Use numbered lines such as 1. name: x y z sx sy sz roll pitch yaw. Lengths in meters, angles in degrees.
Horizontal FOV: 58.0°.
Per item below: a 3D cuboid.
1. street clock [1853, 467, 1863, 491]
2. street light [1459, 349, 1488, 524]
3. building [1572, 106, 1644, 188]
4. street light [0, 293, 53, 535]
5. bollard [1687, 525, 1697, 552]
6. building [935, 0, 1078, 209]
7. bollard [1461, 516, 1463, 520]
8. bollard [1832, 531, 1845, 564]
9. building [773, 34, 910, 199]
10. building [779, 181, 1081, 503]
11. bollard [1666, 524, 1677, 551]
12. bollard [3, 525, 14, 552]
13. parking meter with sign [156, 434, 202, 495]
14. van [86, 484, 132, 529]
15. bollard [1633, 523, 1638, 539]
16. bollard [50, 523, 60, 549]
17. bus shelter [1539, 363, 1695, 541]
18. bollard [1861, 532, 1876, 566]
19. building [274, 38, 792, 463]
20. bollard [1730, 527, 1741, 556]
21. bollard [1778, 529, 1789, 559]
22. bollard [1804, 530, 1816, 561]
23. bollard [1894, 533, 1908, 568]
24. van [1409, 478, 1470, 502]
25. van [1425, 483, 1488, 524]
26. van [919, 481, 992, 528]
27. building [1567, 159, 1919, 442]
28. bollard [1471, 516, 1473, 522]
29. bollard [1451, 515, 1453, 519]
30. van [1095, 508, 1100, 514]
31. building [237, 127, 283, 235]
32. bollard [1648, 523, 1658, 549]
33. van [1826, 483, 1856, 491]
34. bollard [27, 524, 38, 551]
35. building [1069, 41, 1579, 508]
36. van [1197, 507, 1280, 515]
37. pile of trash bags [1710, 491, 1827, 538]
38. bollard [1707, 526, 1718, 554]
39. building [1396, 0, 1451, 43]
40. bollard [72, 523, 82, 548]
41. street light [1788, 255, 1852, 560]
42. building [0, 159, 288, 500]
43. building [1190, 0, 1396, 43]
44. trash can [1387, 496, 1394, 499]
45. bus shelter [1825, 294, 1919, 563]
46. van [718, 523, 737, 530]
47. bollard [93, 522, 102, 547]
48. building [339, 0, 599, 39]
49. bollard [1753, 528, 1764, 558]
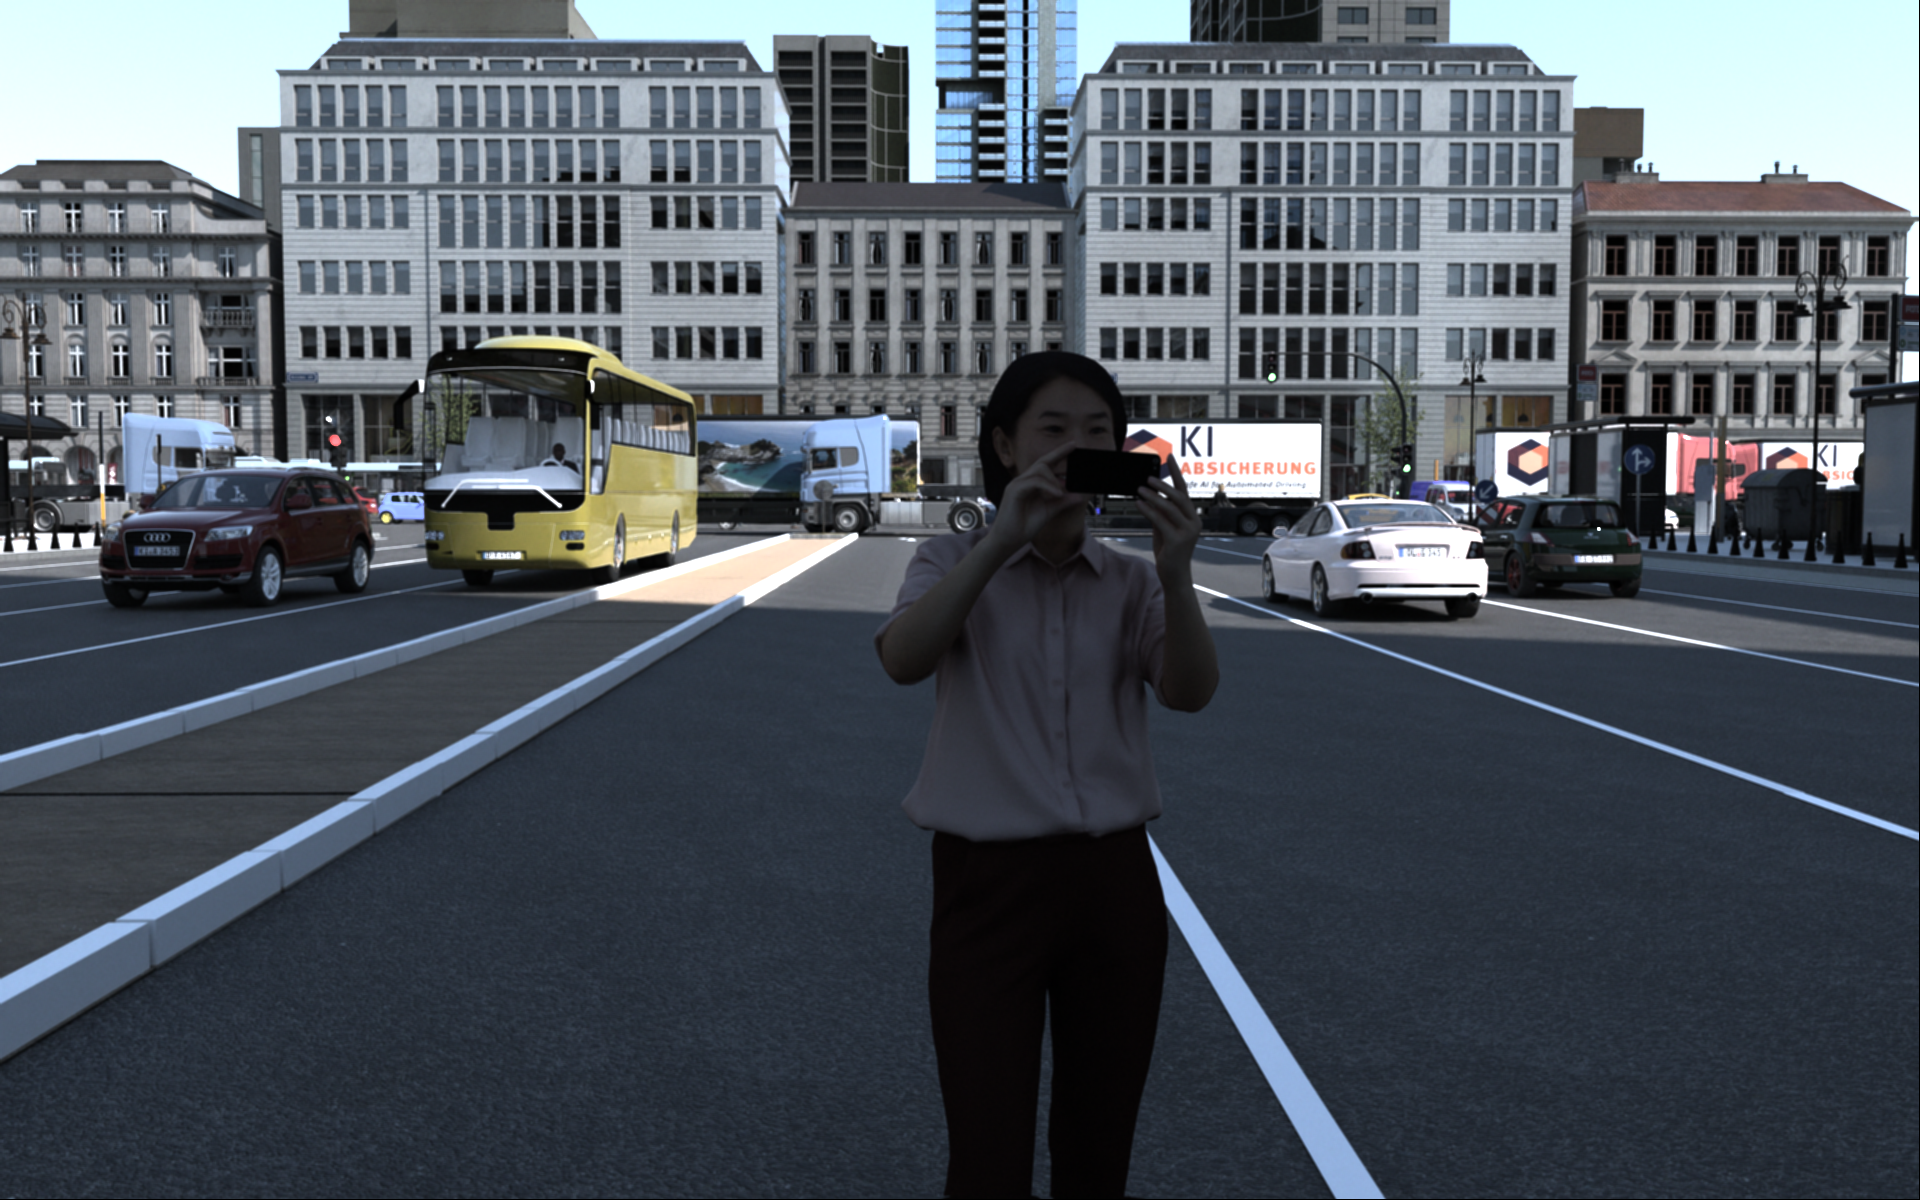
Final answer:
1. street clock: 23.718 -2.512 45.634 0.471 2.002 0.358 -3 5 -41
2. street light: 16.363 -5.052 55.381 0.468 5.910 1.993 0 4 -1
3. building: 67.350 -33.458 197.143 14.200 45.320 14.600 0 4 -1
4. street light: -21.514 -4.111 40.002 0.468 5.910 1.993 0 4 -1
5. bollard: 16.144 -1.355 38.190 0.229 0.601 0.229 0 3 0
6. building: 7.760 -58.812 274.241 31.000 86.520 22.319 0 4 -1
7. bollard: 15.846 -2.364 54.687 0.229 0.601 0.229 0 3 0
8. bollard: 16.252 -0.977 32.020 0.229 0.601 0.229 0 3 0
9. building: -18.280 -51.061 273.095 20.611 71.187 20.563 0 4 -1
10. building: -1.874 -15.962 110.127 18.267 20.994 9.793 0 4 -1
11. bollard: 16.125 -1.418 39.220 0.229 0.601 0.229 0 3 0
12. bollard: -21.022 -1.358 38.251 0.229 0.601 0.229 0 3 0
13. parking meter with sign: -22.644 -3.346 50.975 1.738 3.016 0.543 -2 4 -29
14. van: -33.812 -3.944 71.495 4.112 2.044 2.013 0 4 -2
15. bollard: 16.087 -1.544 41.279 0.229 0.601 0.229 0 3 0
16. bollard: -21.062 -1.484 40.304 0.229 0.601 0.229 0 3 0
17. bus shelter: 18.661 -4.484 50.947 2.179 5.291 8.768 0 4 -1
18. bollard: 16.270 -0.915 30.994 0.229 0.601 0.229 0 3 0
19. building: -25.904 -20.298 109.362 29.804 29.767 11.434 0 4 -1
20. bollard: 16.179 -1.229 36.136 0.229 0.601 0.229 0 3 0
21. bollard: 16.212 -1.103 34.079 0.229 0.601 0.229 0 3 0
22. bollard: 16.231 -1.040 33.053 0.229 0.601 0.229 0 3 0
23. bollard: 16.288 -0.852 29.967 0.229 0.601 0.229 0 3 0
24. van: 22.313 -4.619 79.908 2.240 2.365 5.245 0 4 -1
25. van: 19.157 -3.643 66.571 2.013 2.044 4.112 0 4 -2
26. van: 0.139 -4.085 73.796 4.112 2.044 2.013 0 4 -1
27. building: 47.965 -16.808 110.968 21.152 22.565 11.583 0 4 -1
28. bollard: 15.861 -2.301 53.660 0.229 0.601 0.229 0 3 0
29. bollard: 15.828 -2.427 55.716 0.229 0.601 0.229 0 3 0
30. van: 5.810 -4.244 73.778 5.245 2.365 2.240 0 4 -3
31. building: -71.646 -31.335 195.926 14.086 41.232 14.154 0 4 -1
32. bollard: 16.105 -1.480 40.246 0.229 0.601 0.229 0 3 0
33. van: 33.245 -3.732 68.027 4.112 2.044 2.013 0 4 -2
34. bollard: -21.044 -1.421 39.277 0.229 0.601 0.229 0 3 0
35. building: 22.243 -20.352 110.250 29.804 29.767 11.434 0 4 -1
36. van: 10.976 -3.825 69.550 4.112 2.044 2.013 0 4 1
37. pile of trash bags: 24.221 -2.572 51.811 3.447 1.369 1.912 3 5 40
38. bollard: 16.158 -1.292 37.163 0.229 0.601 0.229 0 3 0
39. building: 35.343 -44.890 172.207 20.563 71.187 20.611 0 4 -1
40. bollard: -21.084 -1.547 41.334 0.229 0.601 0.229 0 3 0
41. street light: 16.678 -3.727 33.723 0.468 5.910 1.993 0 4 -1
42. building: -53.262 -16.399 109.917 24.055 21.916 13.314 0 4 -1
43. building: 34.942 -46.148 192.775 20.563 71.187 20.611 0 4 -1
44. trash can: 25.751 -5.634 103.771 0.748 1.137 0.748 0 3 0
45. bus shelter: 18.559 -3.355 32.478 2.179 5.291 8.768 0 4 -1
46. van: -10.686 -3.825 69.544 4.112 2.044 2.013 0 4 -2
47. bollard: -21.098 -1.610 42.366 0.229 0.601 0.229 0 3 0
48. building: -45.328 -33.041 163.919 21.300 48.544 21.600 0 4 -1
49. bollard: 16.198 -1.166 35.106 0.229 0.601 0.229 0 3 0
